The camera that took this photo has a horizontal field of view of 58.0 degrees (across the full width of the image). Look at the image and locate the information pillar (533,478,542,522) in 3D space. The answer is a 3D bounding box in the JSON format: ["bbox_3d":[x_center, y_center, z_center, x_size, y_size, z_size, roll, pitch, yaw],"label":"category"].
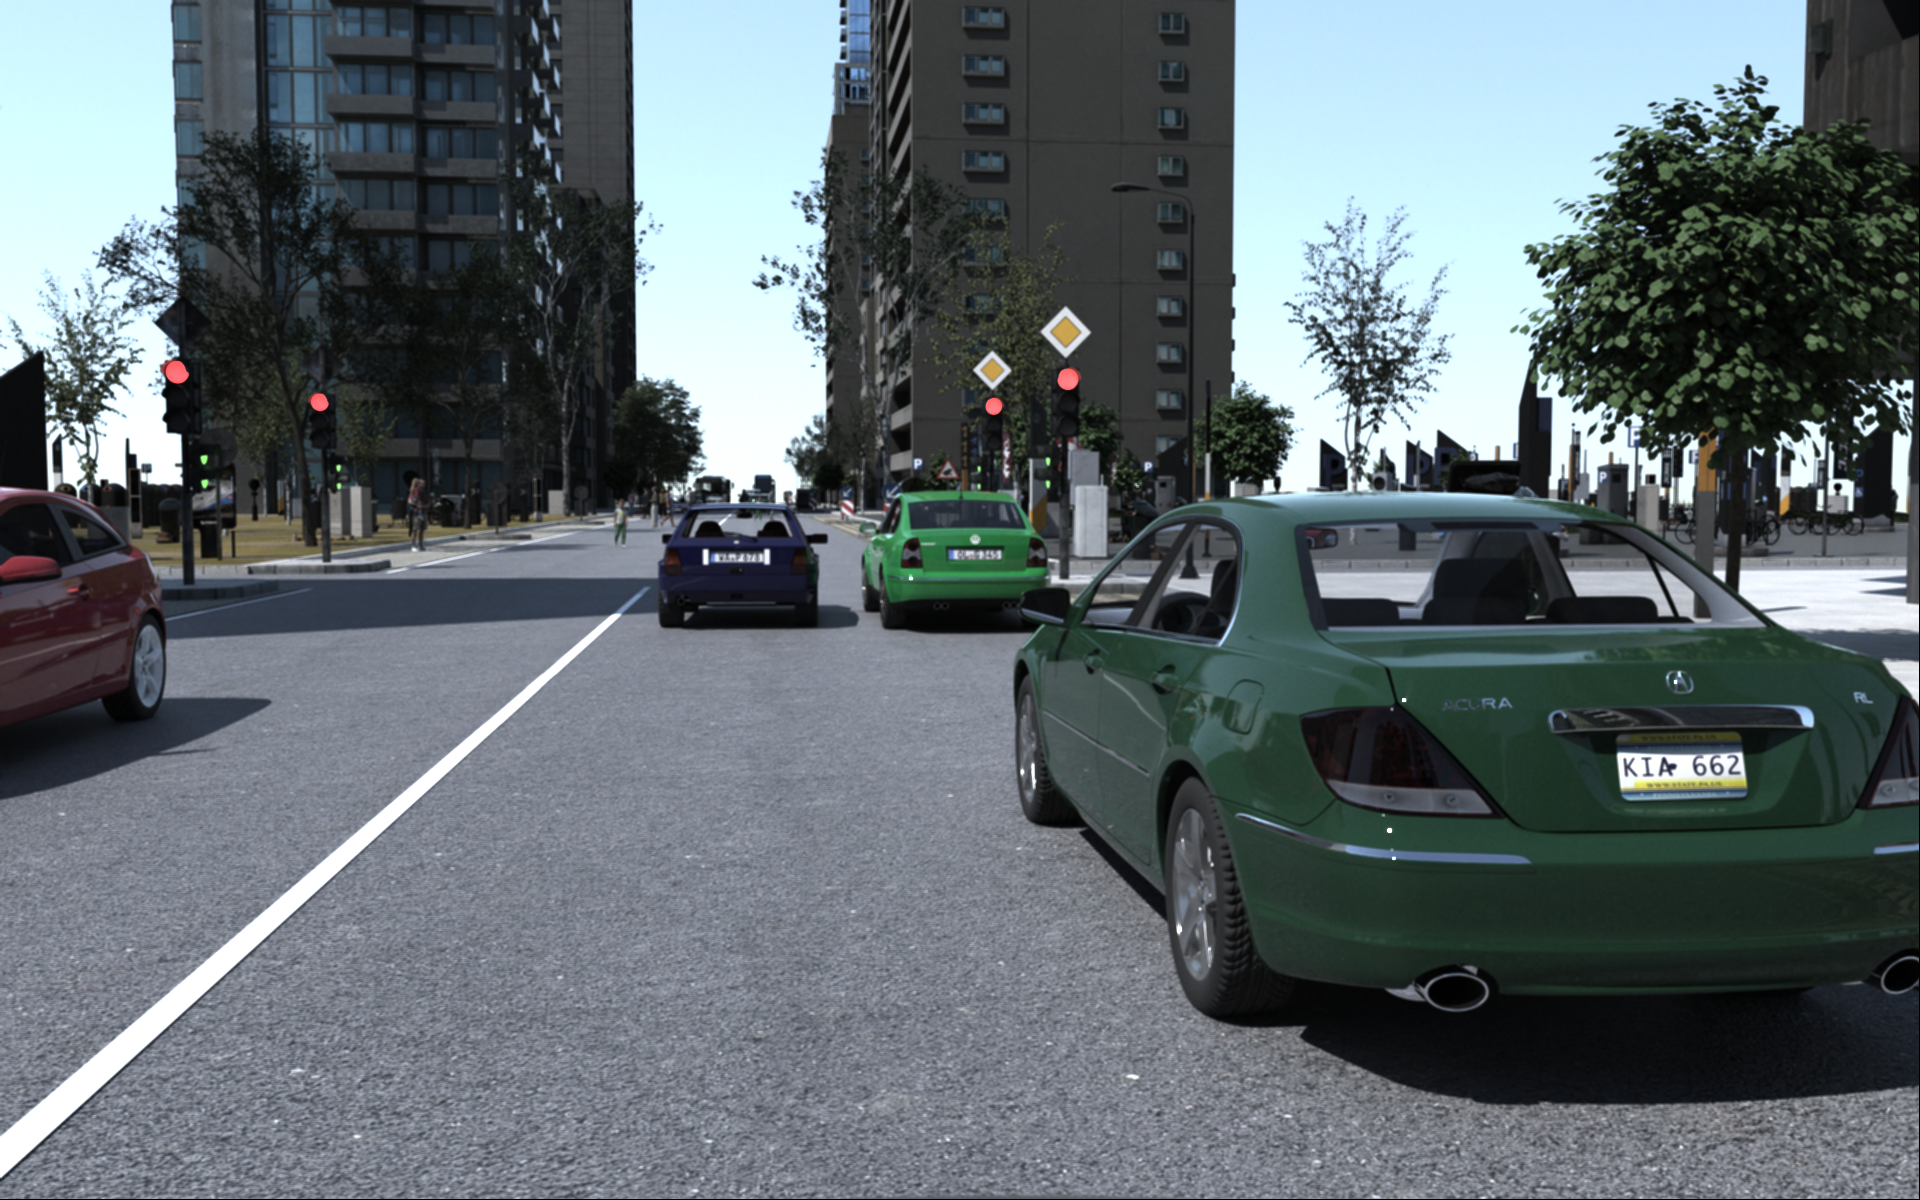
[{"bbox_3d":[-19.520,-4.624,80.101,0.304,2.012,0.304,-2,4,-35],"label":"information pillar"}]

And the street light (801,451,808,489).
[{"bbox_3d":[-15.869,-12.976,184.698,1.470,5.913,1.316,0,4,-7],"label":"street light"}]

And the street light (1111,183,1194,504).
[{"bbox_3d":[2.952,-3.276,26.105,1.470,5.913,1.316,0,4,-7],"label":"street light"}]

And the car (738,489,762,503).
[{"bbox_3d":[-17.557,-8.393,145.903,2.281,1.827,5.304,-1,4,-9],"label":"car"}]

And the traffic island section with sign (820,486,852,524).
[{"bbox_3d":[-5.577,-4.577,83.468,1.989,1.847,2.006,0,4,-7],"label":"traffic island section with sign"}]

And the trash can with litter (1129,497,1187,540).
[{"bbox_3d":[3.799,-1.380,33.953,0.624,1.170,1.055,-3,4,-36],"label":"trash can with litter"}]

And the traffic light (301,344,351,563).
[{"bbox_3d":[-11.866,-2.658,32.386,0.839,4.253,0.868,0,4,-7],"label":"traffic light"}]

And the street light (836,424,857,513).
[{"bbox_3d":[-7.531,-8.711,114.972,1.470,5.913,1.316,0,4,-7],"label":"street light"}]

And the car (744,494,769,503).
[{"bbox_3d":[-13.769,-6.555,118.969,2.131,1.459,4.920,0,4,-8],"label":"car"}]

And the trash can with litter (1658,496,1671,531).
[{"bbox_3d":[24.473,-3.089,61.563,2.233,1.210,1.678,0,4,5],"label":"trash can with litter"}]

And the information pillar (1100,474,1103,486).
[{"bbox_3d":[5.984,-5.000,73.106,0.183,3.616,0.504,0,4,1],"label":"information pillar"}]

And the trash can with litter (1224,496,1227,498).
[{"bbox_3d":[15.902,-5.560,101.963,2.233,1.210,1.678,1,4,8],"label":"trash can with litter"}]

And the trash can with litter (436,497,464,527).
[{"bbox_3d":[-19.624,-3.387,66.759,0.624,1.170,1.055,2,4,33],"label":"trash can with litter"}]

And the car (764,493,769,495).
[{"bbox_3d":[-24.020,-12.459,212.745,2.155,1.783,4.494,0,4,-7],"label":"car"}]

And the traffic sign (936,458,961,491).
[{"bbox_3d":[-0.422,-3.755,61.399,0.884,2.594,0.081,0,4,1],"label":"traffic sign"}]

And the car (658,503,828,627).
[{"bbox_3d":[-2.500,-0.455,20.025,1.945,1.354,3.894,0,4,-5],"label":"car"}]

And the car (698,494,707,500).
[{"bbox_3d":[-22.648,-8.307,147.611,2.131,1.459,4.920,-1,4,-9],"label":"car"}]

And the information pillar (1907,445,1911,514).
[{"bbox_3d":[44.292,-5.470,80.792,0.183,3.616,0.504,1,4,18],"label":"information pillar"}]

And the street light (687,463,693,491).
[{"bbox_3d":[-37.766,-16.186,237.183,1.470,5.913,1.316,0,4,-7],"label":"street light"}]

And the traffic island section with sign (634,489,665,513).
[{"bbox_3d":[-23.738,-7.538,131.878,1.989,1.847,2.006,0,4,-7],"label":"traffic island section with sign"}]

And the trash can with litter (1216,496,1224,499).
[{"bbox_3d":[13.335,-4.821,90.203,1.055,1.170,0.624,-3,4,-36],"label":"trash can with litter"}]

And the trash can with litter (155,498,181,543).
[{"bbox_3d":[-20.687,-2.078,45.354,0.624,1.170,1.055,-1,4,-11],"label":"trash can with litter"}]

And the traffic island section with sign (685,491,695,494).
[{"bbox_3d":[-33.348,-12.476,212.602,1.989,1.847,2.006,0,4,-7],"label":"traffic island section with sign"}]

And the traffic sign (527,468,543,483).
[{"bbox_3d":[-20.435,-5.092,83.364,0.768,2.556,0.104,0,4,-2],"label":"traffic sign"}]

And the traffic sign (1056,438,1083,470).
[{"bbox_3d":[2.372,-2.357,38.636,0.768,2.556,0.104,0,4,2],"label":"traffic sign"}]

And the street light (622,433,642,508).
[{"bbox_3d":[-25.083,-9.719,131.449,1.470,5.913,1.316,0,4,-7],"label":"street light"}]

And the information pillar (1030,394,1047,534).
[{"bbox_3d":[1.830,-3.017,40.682,0.504,3.616,0.183,-3,4,-39],"label":"information pillar"}]

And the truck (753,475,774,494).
[{"bbox_3d":[-26.807,-15.035,235.578,2.967,4.110,18.799,0,4,-6],"label":"truck"}]

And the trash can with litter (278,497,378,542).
[{"bbox_3d":[-17.387,-2.229,47.504,2.233,1.210,1.678,0,4,-5],"label":"trash can with litter"}]

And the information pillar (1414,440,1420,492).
[{"bbox_3d":[19.758,-5.109,74.895,0.183,3.616,0.504,2,4,35],"label":"information pillar"}]

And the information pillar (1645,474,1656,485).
[{"bbox_3d":[25.500,-3.639,63.989,0.304,2.012,0.304,0,4,5],"label":"information pillar"}]

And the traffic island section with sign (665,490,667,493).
[{"bbox_3d":[-26.930,-9.175,158.644,1.989,1.847,2.006,0,4,-7],"label":"traffic island section with sign"}]

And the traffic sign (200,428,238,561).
[{"bbox_3d":[-14.290,-2.034,33.366,0.768,2.556,0.104,0,4,-3],"label":"traffic sign"}]

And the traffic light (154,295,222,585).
[{"bbox_3d":[-10.922,-2.173,24.457,0.839,4.253,0.868,0,4,-7],"label":"traffic light"}]

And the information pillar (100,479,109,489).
[{"bbox_3d":[-42.186,-4.950,85.430,0.304,2.012,0.304,0,4,-8],"label":"information pillar"}]

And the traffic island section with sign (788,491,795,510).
[{"bbox_3d":[-14.559,-9.198,159.021,1.989,1.847,2.006,0,4,-7],"label":"traffic island section with sign"}]

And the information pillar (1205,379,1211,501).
[{"bbox_3d":[5.030,-2.680,35.173,0.183,3.616,0.504,0,4,7],"label":"information pillar"}]

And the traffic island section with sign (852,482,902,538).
[{"bbox_3d":[-2.384,-2.940,56.702,1.989,1.847,2.006,0,4,-7],"label":"traffic island section with sign"}]

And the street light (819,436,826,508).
[{"bbox_3d":[-10.321,-10.137,138.288,1.470,5.913,1.316,0,4,-7],"label":"street light"}]

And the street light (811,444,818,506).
[{"bbox_3d":[-13.168,-11.564,161.608,1.470,5.913,1.316,0,4,-7],"label":"street light"}]

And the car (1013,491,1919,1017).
[{"bbox_3d":[1.361,0.338,6.272,2.131,1.459,4.920,0,4,-7],"label":"car"}]

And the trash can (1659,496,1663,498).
[{"bbox_3d":[46.457,-6.334,115.210,0.748,1.137,0.748,0,3,0],"label":"trash can"}]

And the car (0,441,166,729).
[{"bbox_3d":[-5.863,-0.027,9.481,2.155,1.783,4.494,0,4,-7],"label":"car"}]

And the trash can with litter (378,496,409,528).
[{"bbox_3d":[-21.687,-3.355,65.905,2.233,1.210,1.678,0,4,-2],"label":"trash can with litter"}]

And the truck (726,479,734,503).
[{"bbox_3d":[-31.244,-14.064,225.862,3.469,3.379,9.791,0,4,-8],"label":"truck"}]

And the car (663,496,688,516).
[{"bbox_3d":[-18.448,-6.141,112.990,1.945,1.354,3.894,0,4,-8],"label":"car"}]

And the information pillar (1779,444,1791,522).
[{"bbox_3d":[38.367,-5.454,80.524,0.183,3.616,0.504,-2,4,-25],"label":"information pillar"}]

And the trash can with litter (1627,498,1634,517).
[{"bbox_3d":[37.981,-5.311,98.221,1.055,1.170,0.624,1,4,14],"label":"trash can with litter"}]

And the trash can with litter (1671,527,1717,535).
[{"bbox_3d":[23.650,-2.671,54.725,1.678,1.210,2.233,2,4,32],"label":"trash can with litter"}]

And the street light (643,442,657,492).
[{"bbox_3d":[-27.962,-11.130,154.518,1.470,5.913,1.316,0,4,-7],"label":"street light"}]

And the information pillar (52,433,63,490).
[{"bbox_3d":[-34.838,-4.622,66.920,0.504,3.616,0.183,2,4,27],"label":"information pillar"}]

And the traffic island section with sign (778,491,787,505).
[{"bbox_3d":[-24.437,-14.277,242.056,1.989,1.847,2.006,0,4,-7],"label":"traffic island section with sign"}]

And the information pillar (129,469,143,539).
[{"bbox_3d":[-23.741,-2.776,49.884,0.304,2.012,0.304,-1,4,-22],"label":"information pillar"}]

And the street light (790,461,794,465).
[{"bbox_3d":[-22.855,-16.583,243.670,1.470,5.913,1.316,0,4,-7],"label":"street light"}]

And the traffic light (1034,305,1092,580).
[{"bbox_3d":[1.550,-2.265,25.951,0.839,4.253,0.868,0,4,-7],"label":"traffic light"}]

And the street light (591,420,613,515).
[{"bbox_3d":[-22.348,-8.299,108.229,1.470,5.913,1.316,0,4,-7],"label":"street light"}]

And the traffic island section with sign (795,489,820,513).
[{"bbox_3d":[-11.378,-7.561,132.253,1.989,1.847,2.006,0,4,-7],"label":"traffic island section with sign"}]

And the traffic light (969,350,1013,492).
[{"bbox_3d":[0.606,-2.750,33.880,0.839,4.253,0.868,0,4,-7],"label":"traffic light"}]

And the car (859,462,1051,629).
[{"bbox_3d":[-0.133,-0.676,19.855,1.959,1.807,4.718,0,4,-7],"label":"car"}]

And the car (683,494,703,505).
[{"bbox_3d":[-22.075,-7.968,142.067,2.131,1.459,4.920,0,4,-6],"label":"car"}]
